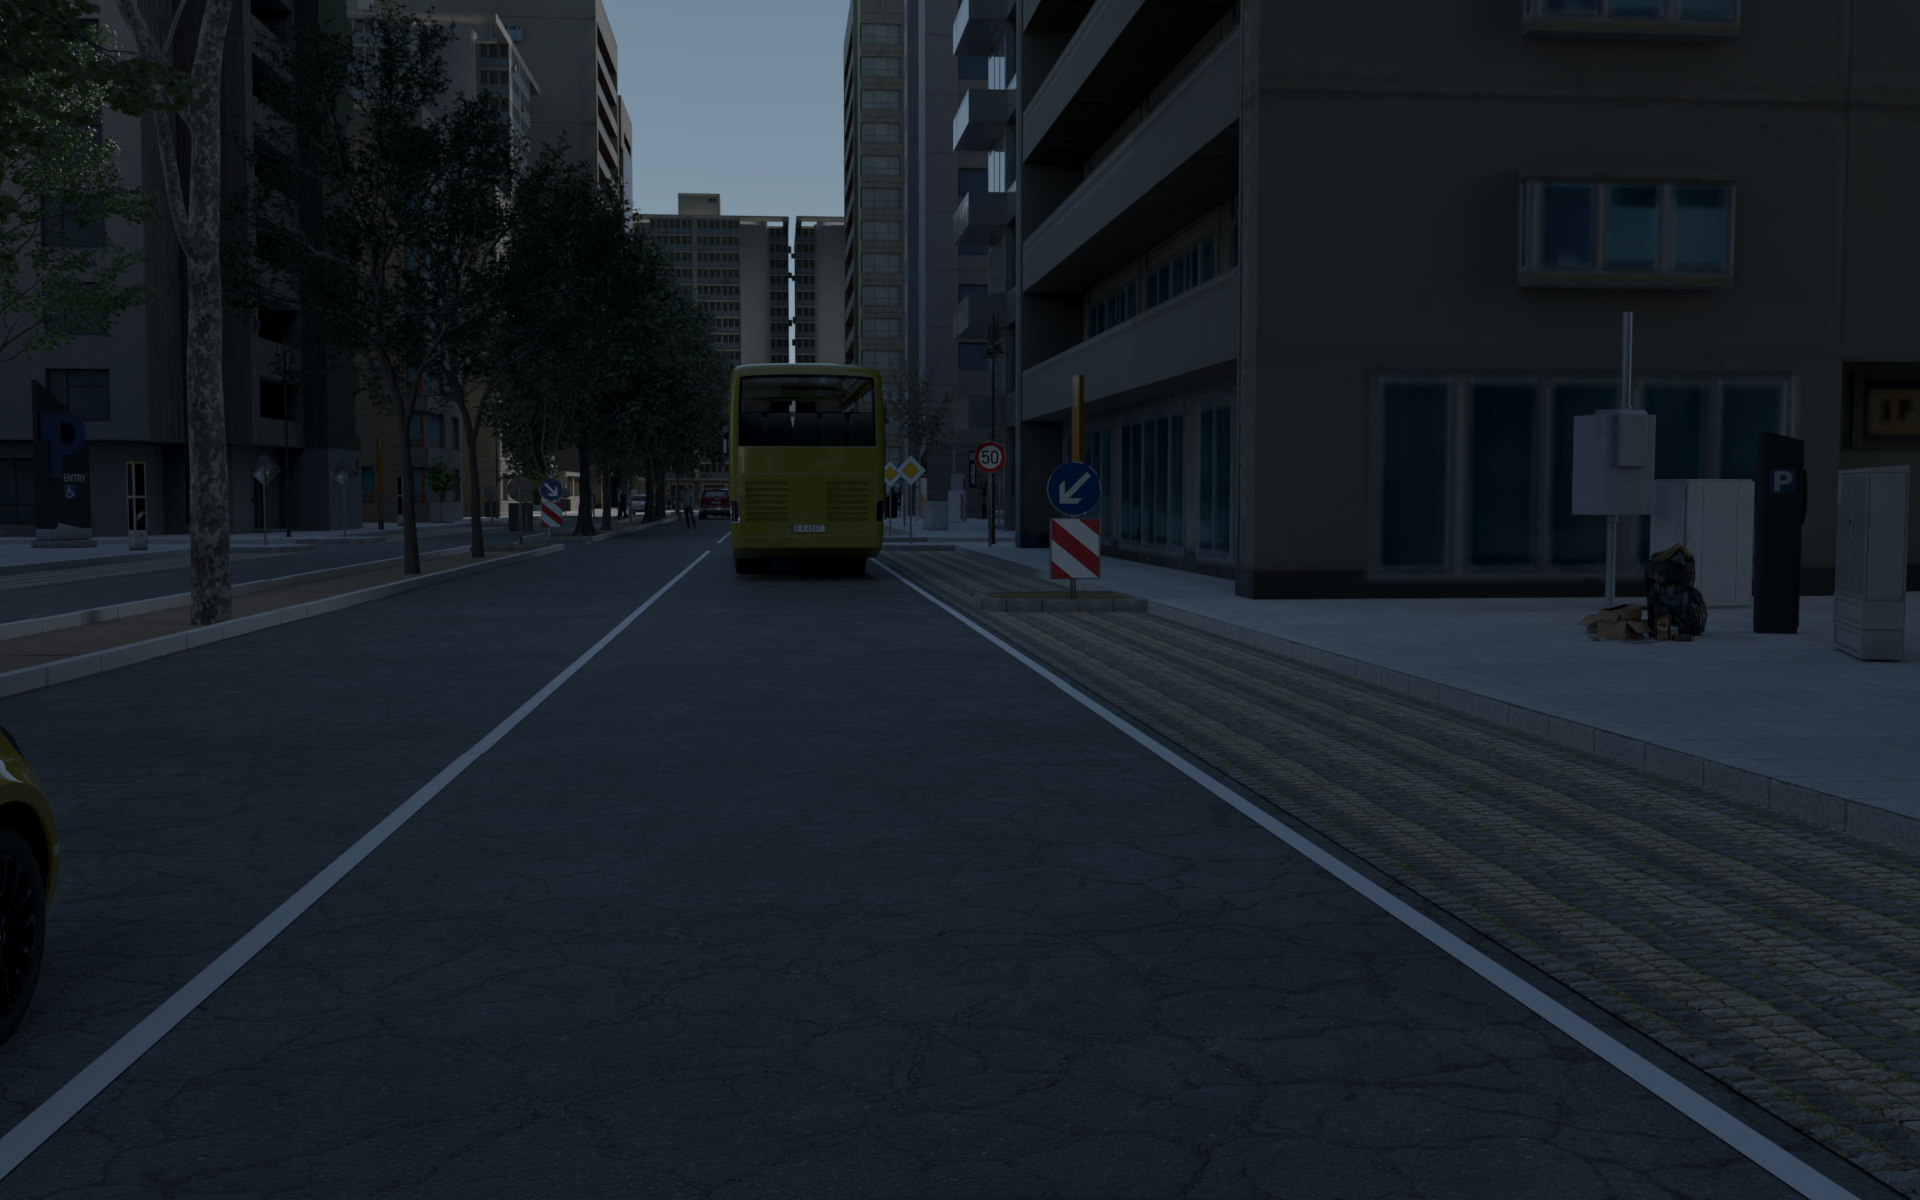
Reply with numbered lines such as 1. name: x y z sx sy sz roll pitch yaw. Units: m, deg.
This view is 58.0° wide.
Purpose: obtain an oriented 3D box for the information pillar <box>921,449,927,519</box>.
1. information pillar: -1.863 -5.996 89.387 0.183 3.616 0.504 2 4 30

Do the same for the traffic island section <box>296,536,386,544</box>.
1. traffic island section: -18.095 -1.750 50.899 2.009 0.180 2.903 0 4 -6

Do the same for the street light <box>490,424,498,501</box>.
1. street light: -24.493 -7.262 91.515 0.468 5.910 1.993 0 4 -6

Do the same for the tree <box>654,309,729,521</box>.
1. tree: -16.139 -10.051 92.544 9.928 11.665 9.643 0 3 0

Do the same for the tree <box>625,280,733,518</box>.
1. tree: -17.766 -11.818 102.330 9.857 13.997 8.962 0 3 0

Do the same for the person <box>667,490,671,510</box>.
1. person: -25.663 -8.833 152.929 0.705 1.823 1.348 -1 4 -11

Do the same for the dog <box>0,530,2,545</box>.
1. dog: -24.690 -1.524 44.211 0.406 0.507 0.540 -2 4 -29

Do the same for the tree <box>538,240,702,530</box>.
1. tree: -14.127 -9.048 68.512 7.486 12.596 7.792 0 3 0

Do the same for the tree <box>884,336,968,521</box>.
1. tree: -1.824 -8.029 81.640 4.360 8.622 3.978 0 3 0

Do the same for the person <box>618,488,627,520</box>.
1. person: -18.838 -5.375 96.799 0.576 1.772 0.534 1 4 17

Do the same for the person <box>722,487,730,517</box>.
1. person: -14.504 -6.106 107.701 0.648 1.900 0.474 0 4 -1

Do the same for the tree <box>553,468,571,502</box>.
1. tree: -28.407 -7.776 121.734 1.663 3.219 1.824 0 3 0

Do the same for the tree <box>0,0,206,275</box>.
1. tree: -7.852 -5.429 9.346 7.486 12.596 7.792 0 3 0

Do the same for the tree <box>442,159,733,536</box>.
1. tree: -12.855 -8.538 59.067 9.611 12.733 9.660 0 3 0

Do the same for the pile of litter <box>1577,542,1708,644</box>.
1. pile of litter: 6.120 -0.100 15.593 1.719 0.858 1.176 -3 5 -41

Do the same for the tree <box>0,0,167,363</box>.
1. tree: -19.176 -6.546 32.779 9.928 11.665 9.643 0 3 0

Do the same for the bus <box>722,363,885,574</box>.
1. bus: -3.266 -2.605 34.144 2.896 3.916 12.252 0 4 -7

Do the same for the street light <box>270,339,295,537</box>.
1. street light: -20.111 -4.827 51.717 0.468 5.910 1.993 0 4 -6

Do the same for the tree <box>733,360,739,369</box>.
1. tree: -14.883 -9.986 82.739 9.611 12.733 9.660 0 3 0

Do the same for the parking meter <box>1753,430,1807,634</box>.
1. parking meter: 7.556 -0.626 15.950 0.399 1.863 0.255 1 4 16

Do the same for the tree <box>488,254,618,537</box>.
1. tree: -12.364 -6.074 52.131 4.360 8.622 3.978 0 3 0

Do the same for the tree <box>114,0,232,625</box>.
1. tree: -9.516 -9.833 19.124 12.611 20.169 13.585 0 3 0

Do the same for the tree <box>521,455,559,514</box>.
1. tree: -27.675 -7.867 112.342 4.285 4.588 4.351 0 3 0

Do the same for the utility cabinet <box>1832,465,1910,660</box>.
1. utility cabinet: 7.188 -0.308 13.712 0.318 1.500 1.173 1 4 17

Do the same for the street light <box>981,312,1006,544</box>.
1. street light: 0.848 -4.365 44.154 0.468 5.910 1.993 0 4 -6

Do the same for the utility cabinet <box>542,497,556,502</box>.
1. utility cabinet: -27.825 -6.486 117.200 1.020 1.237 0.306 2 4 27

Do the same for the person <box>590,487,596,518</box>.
1. person: -21.788 -5.732 102.093 0.818 1.842 0.514 0 4 2

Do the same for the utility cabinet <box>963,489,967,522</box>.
1. utility cabinet: -0.086 -4.364 80.036 0.318 1.500 1.173 -2 4 -25

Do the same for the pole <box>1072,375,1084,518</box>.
1. pole: 2.022 -2.197 29.760 0.158 3.312 0.155 0 3 0

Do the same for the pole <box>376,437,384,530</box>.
1. pole: -20.797 -4.177 62.131 0.158 3.312 0.155 0 3 0

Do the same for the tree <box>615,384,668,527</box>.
1. tree: -14.370 -7.496 75.374 4.737 8.622 4.395 0 3 0

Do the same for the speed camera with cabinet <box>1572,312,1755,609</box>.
1. speed camera with cabinet: 7.855 -1.528 19.319 2.038 3.252 0.660 -1 4 -18

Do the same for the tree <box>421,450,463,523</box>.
1. tree: -22.980 -5.022 76.703 1.663 3.219 1.824 0 3 0

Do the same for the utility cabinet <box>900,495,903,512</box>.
1. utility cabinet: -3.792 -6.867 123.437 1.020 1.237 0.306 3 4 38

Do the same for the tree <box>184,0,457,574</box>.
1. tree: -9.799 -5.756 30.981 8.767 10.594 7.601 0 4 -6

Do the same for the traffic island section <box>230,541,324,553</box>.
1. traffic island section: -17.247 -1.265 42.959 2.009 0.180 2.903 0 4 -6

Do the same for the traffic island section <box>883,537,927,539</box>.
1. traffic island section: -2.094 -1.854 52.597 2.009 0.180 2.903 0 4 -6

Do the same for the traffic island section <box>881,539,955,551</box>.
1. traffic island section: -1.246 -1.369 44.656 2.009 0.180 2.903 0 4 -6

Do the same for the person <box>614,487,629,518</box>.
1. person: -20.001 -5.732 102.315 0.850 1.850 0.679 0 4 7

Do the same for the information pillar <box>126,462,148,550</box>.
1. information pillar: -18.794 -2.145 39.559 0.304 2.012 0.304 3 4 37

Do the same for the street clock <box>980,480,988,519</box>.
1. street clock: 1.237 -5.129 88.433 0.471 2.002 0.358 -2 4 -24

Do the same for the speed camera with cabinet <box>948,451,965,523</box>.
1. speed camera with cabinet: -0.148 -5.126 78.147 0.660 3.252 2.038 0 4 6

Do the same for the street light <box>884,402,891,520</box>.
1. street light: -3.736 -6.962 86.617 0.468 5.910 1.993 0 4 -6

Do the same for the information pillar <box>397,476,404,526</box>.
1. information pillar: -22.285 -3.960 69.232 0.304 2.012 0.304 2 4 26

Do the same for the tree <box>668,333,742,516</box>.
1. tree: -18.645 -12.303 113.986 12.009 13.543 11.850 0 3 0

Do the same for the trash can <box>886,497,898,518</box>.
1. trash can: -3.600 -4.883 91.485 0.748 1.137 0.748 0 3 0

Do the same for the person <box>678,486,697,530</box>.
1. person: -11.050 -3.728 69.946 0.782 1.767 0.515 1 4 19
